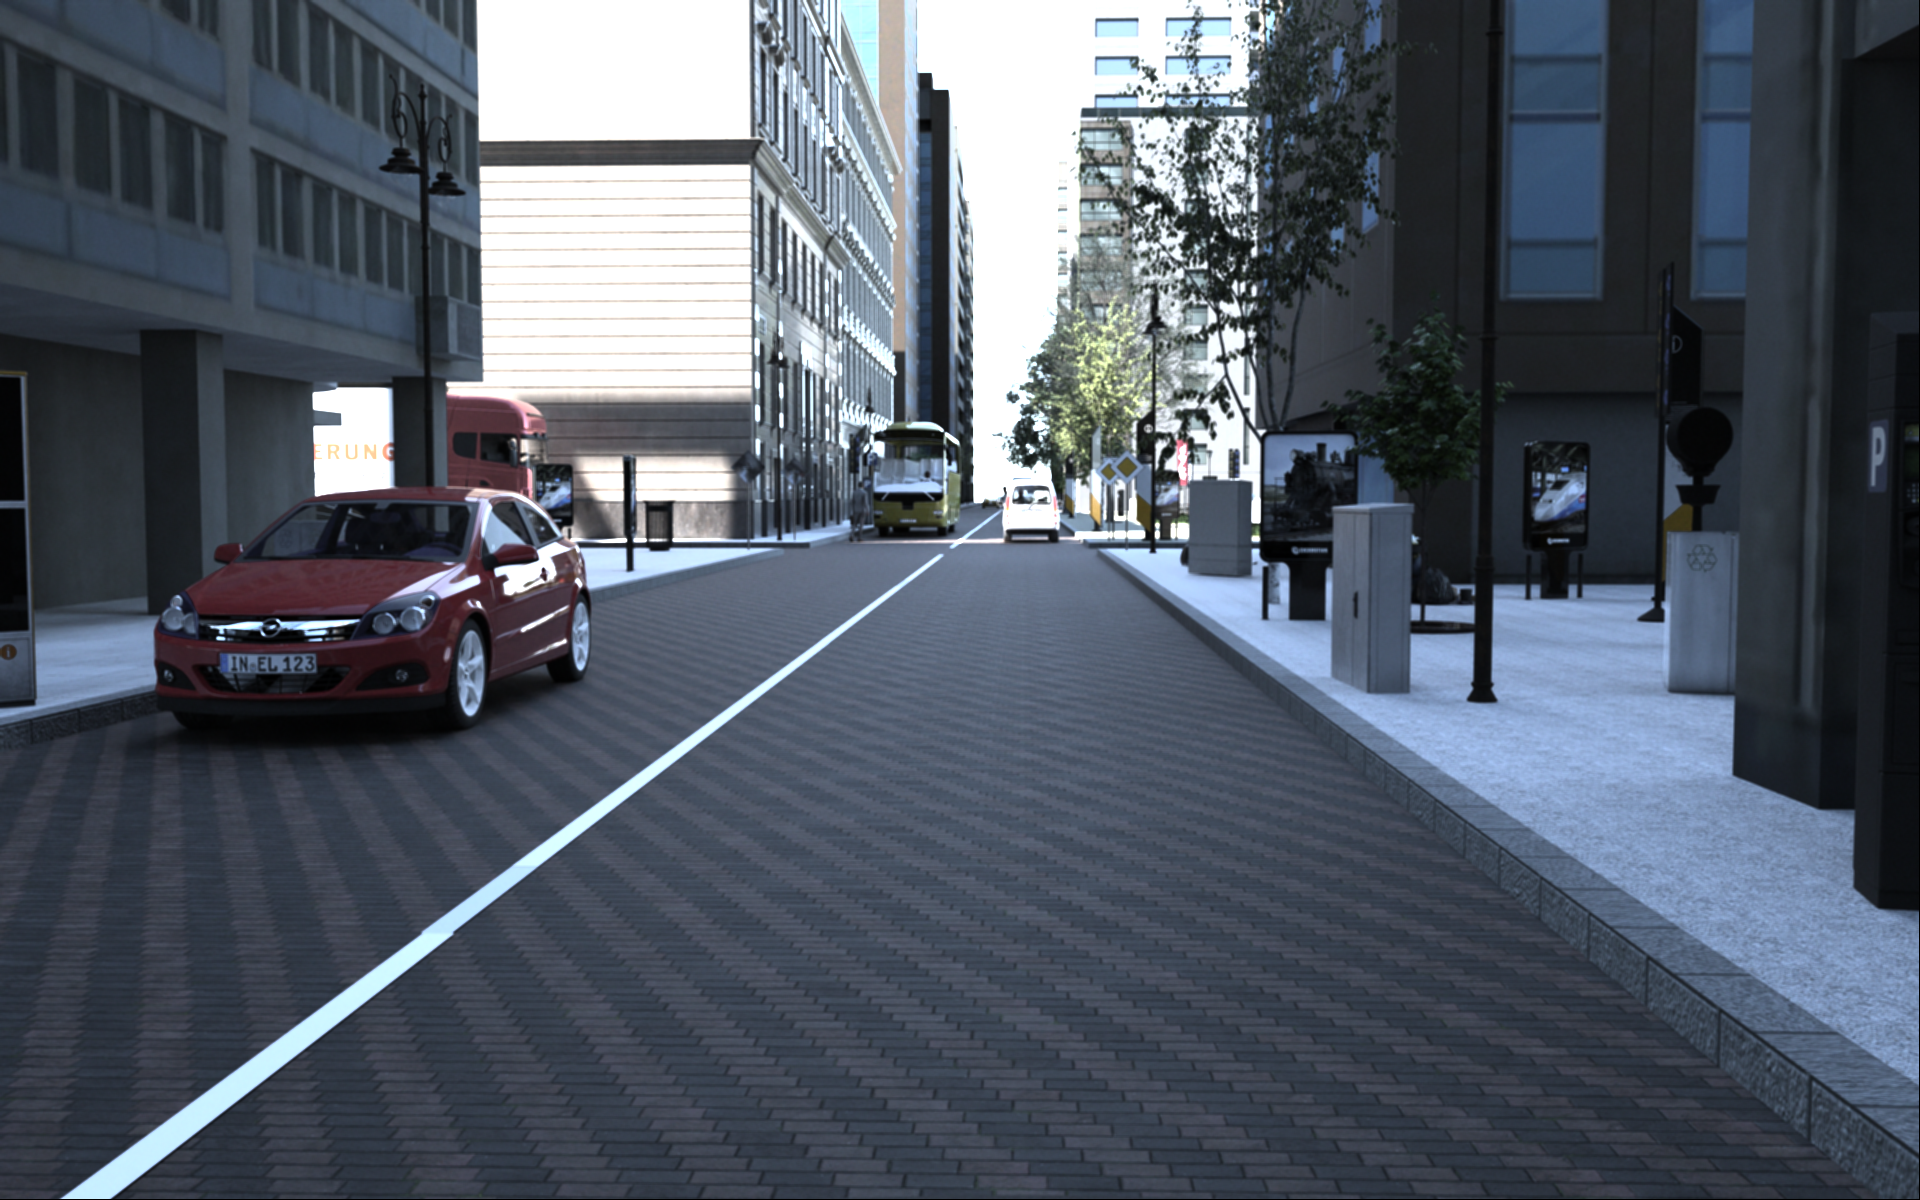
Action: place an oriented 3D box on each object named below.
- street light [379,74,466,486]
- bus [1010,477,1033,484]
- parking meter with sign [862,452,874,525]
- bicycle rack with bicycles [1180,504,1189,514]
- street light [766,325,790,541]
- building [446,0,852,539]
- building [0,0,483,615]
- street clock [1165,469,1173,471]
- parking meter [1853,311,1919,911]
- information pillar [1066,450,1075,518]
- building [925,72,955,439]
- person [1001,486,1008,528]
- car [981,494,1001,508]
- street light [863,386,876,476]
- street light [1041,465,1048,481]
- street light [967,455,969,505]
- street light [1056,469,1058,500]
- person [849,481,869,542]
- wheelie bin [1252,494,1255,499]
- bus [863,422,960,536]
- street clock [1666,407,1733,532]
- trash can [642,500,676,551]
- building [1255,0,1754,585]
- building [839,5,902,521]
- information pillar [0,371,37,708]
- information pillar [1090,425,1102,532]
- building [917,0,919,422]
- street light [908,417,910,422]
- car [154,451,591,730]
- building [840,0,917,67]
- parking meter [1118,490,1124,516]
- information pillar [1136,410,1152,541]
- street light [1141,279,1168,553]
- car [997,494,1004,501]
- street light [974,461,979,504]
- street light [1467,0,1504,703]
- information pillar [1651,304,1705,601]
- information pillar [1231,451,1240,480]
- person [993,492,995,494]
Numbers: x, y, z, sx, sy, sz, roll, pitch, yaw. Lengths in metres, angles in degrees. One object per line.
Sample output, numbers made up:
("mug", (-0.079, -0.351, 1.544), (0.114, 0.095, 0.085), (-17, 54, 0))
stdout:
("street light", (-6.053, -2.868, 19.678), (0.468, 5.910, 1.993), (0, 4, 2))
("bus", (6.933, -11.886, 189.202), (2.948, 3.499, 13.247), (0, 4, 3))
("parking meter with sign", (-3.805, -4.616, 71.728), (0.543, 3.016, 1.738), (0, 4, 6))
("bicycle rack with bicycles", (12.346, -4.731, 90.740), (2.925, 0.926, 2.852), (2, 4, 27))
("street light", (-4.980, -4.578, 47.633), (0.468, 5.910, 1.993), (0, 4, 2))
("building", (-11.015, -16.097, 60.444), (12.463, 27.353, 25.104), (0, 4, 2))
("building", (-19.110, -20.045, 19.612), (23.993, 40.220, 32.217), (0, 4, 2))
("street clock", (6.098, -2.837, 50.954), (0.358, 2.002, 0.471), (-1, 4, -17))
("parking meter", (2.994, 0.019, 5.406), (0.255, 1.863, 0.399), (1, 4, 14))
("information pillar", (5.897, -6.206, 92.822), (0.504, 3.616, 0.183), (2, 4, 32))
("building", (-7.737, -32.921, 188.373), (14.600, 45.320, 14.200), (0, 4, 2))
("person", (1.972, -3.913, 72.826), (0.721, 1.781, 0.623), (-3, 5, -39))
("car", (3.125, -10.105, 175.442), (2.015, 1.641, 3.980), (0, 4, 2))
("street light", (-3.890, -6.225, 74.569), (0.468, 5.910, 1.993), (0, 4, 2))
("street light", (11.007, -15.538, 226.830), (0.468, 5.910, 1.993), (0, 4, 2))
("street light", (0.897, -14.350, 207.404), (0.468, 5.910, 1.993), (0, 4, 2))
("street light", (8.032, -10.453, 143.701), (0.468, 5.910, 1.993), (0, 4, 2))
("person", (-3.020, -2.660, 52.106), (0.709, 1.813, 0.853), (2, 4, 23))
("wheelie bin", (11.119, -3.688, 68.209), (0.980, 1.594, 0.693), (1, 4, 13))
("bus", (-1.478, -4.342, 62.544), (2.896, 3.916, 12.252), (0, 4, 2))
("street clock", (6.190, -0.610, 14.547), (0.471, 2.002, 0.358), (0, 3, 0))
("trash can", (-6.787, -1.679, 39.104), (0.748, 1.137, 0.748), (0, 3, 0))
("building", (13.154, -23.216, 29.695), (14.600, 45.320, 14.200), (0, 4, 2))
("building", (-13.011, -19.486, 95.015), (17.030, 29.872, 44.131), (0, 4, 2))
("information pillar", (-5.805, -0.364, 10.439), (0.304, 2.012, 0.304), (3, 5, 45))
("information pillar", (4.625, -4.138, 59.008), (0.183, 3.616, 0.504), (3, 5, 45))
("building", (-12.308, -44.773, 170.288), (20.563, 71.187, 20.611), (0, 4, 2))
("street light", (-3.001, -7.904, 102.015), (0.468, 5.910, 1.993), (0, 4, 2))
("car", (-3.829, -0.174, 11.888), (2.155, 1.783, 4.494), (0, 4, 2))
("building", (-10.518, -29.310, 129.335), (14.600, 45.320, 14.200), (0, 4, 2))
("parking meter", (9.278, -5.588, 99.778), (0.372, 1.533, 0.369), (0, 3, 0))
("information pillar", (5.077, -3.428, 47.396), (0.504, 3.616, 0.183), (1, 4, 9))
("street light", (4.195, -3.957, 37.487), (0.468, 5.910, 1.993), (0, 4, 2))
("car", (6.704, -16.023, 270.778), (1.959, 1.807, 4.718), (0, 4, 1))
("street light", (1.942, -16.023, 234.757), (0.468, 5.910, 1.993), (0, 4, 2))
("street light", (3.233, -2.309, 10.546), (0.468, 5.910, 1.993), (0, 4, 2))
("information pillar", (8.557, -1.789, 20.603), (0.183, 3.616, 0.504), (-3, 5, -45))
("information pillar", (15.004, -6.302, 94.397), (0.504, 3.616, 0.183), (-1, 4, -10))
("person", (5.188, -15.794, 267.421), (1.217, 1.739, 0.721), (3, 4, 36))
